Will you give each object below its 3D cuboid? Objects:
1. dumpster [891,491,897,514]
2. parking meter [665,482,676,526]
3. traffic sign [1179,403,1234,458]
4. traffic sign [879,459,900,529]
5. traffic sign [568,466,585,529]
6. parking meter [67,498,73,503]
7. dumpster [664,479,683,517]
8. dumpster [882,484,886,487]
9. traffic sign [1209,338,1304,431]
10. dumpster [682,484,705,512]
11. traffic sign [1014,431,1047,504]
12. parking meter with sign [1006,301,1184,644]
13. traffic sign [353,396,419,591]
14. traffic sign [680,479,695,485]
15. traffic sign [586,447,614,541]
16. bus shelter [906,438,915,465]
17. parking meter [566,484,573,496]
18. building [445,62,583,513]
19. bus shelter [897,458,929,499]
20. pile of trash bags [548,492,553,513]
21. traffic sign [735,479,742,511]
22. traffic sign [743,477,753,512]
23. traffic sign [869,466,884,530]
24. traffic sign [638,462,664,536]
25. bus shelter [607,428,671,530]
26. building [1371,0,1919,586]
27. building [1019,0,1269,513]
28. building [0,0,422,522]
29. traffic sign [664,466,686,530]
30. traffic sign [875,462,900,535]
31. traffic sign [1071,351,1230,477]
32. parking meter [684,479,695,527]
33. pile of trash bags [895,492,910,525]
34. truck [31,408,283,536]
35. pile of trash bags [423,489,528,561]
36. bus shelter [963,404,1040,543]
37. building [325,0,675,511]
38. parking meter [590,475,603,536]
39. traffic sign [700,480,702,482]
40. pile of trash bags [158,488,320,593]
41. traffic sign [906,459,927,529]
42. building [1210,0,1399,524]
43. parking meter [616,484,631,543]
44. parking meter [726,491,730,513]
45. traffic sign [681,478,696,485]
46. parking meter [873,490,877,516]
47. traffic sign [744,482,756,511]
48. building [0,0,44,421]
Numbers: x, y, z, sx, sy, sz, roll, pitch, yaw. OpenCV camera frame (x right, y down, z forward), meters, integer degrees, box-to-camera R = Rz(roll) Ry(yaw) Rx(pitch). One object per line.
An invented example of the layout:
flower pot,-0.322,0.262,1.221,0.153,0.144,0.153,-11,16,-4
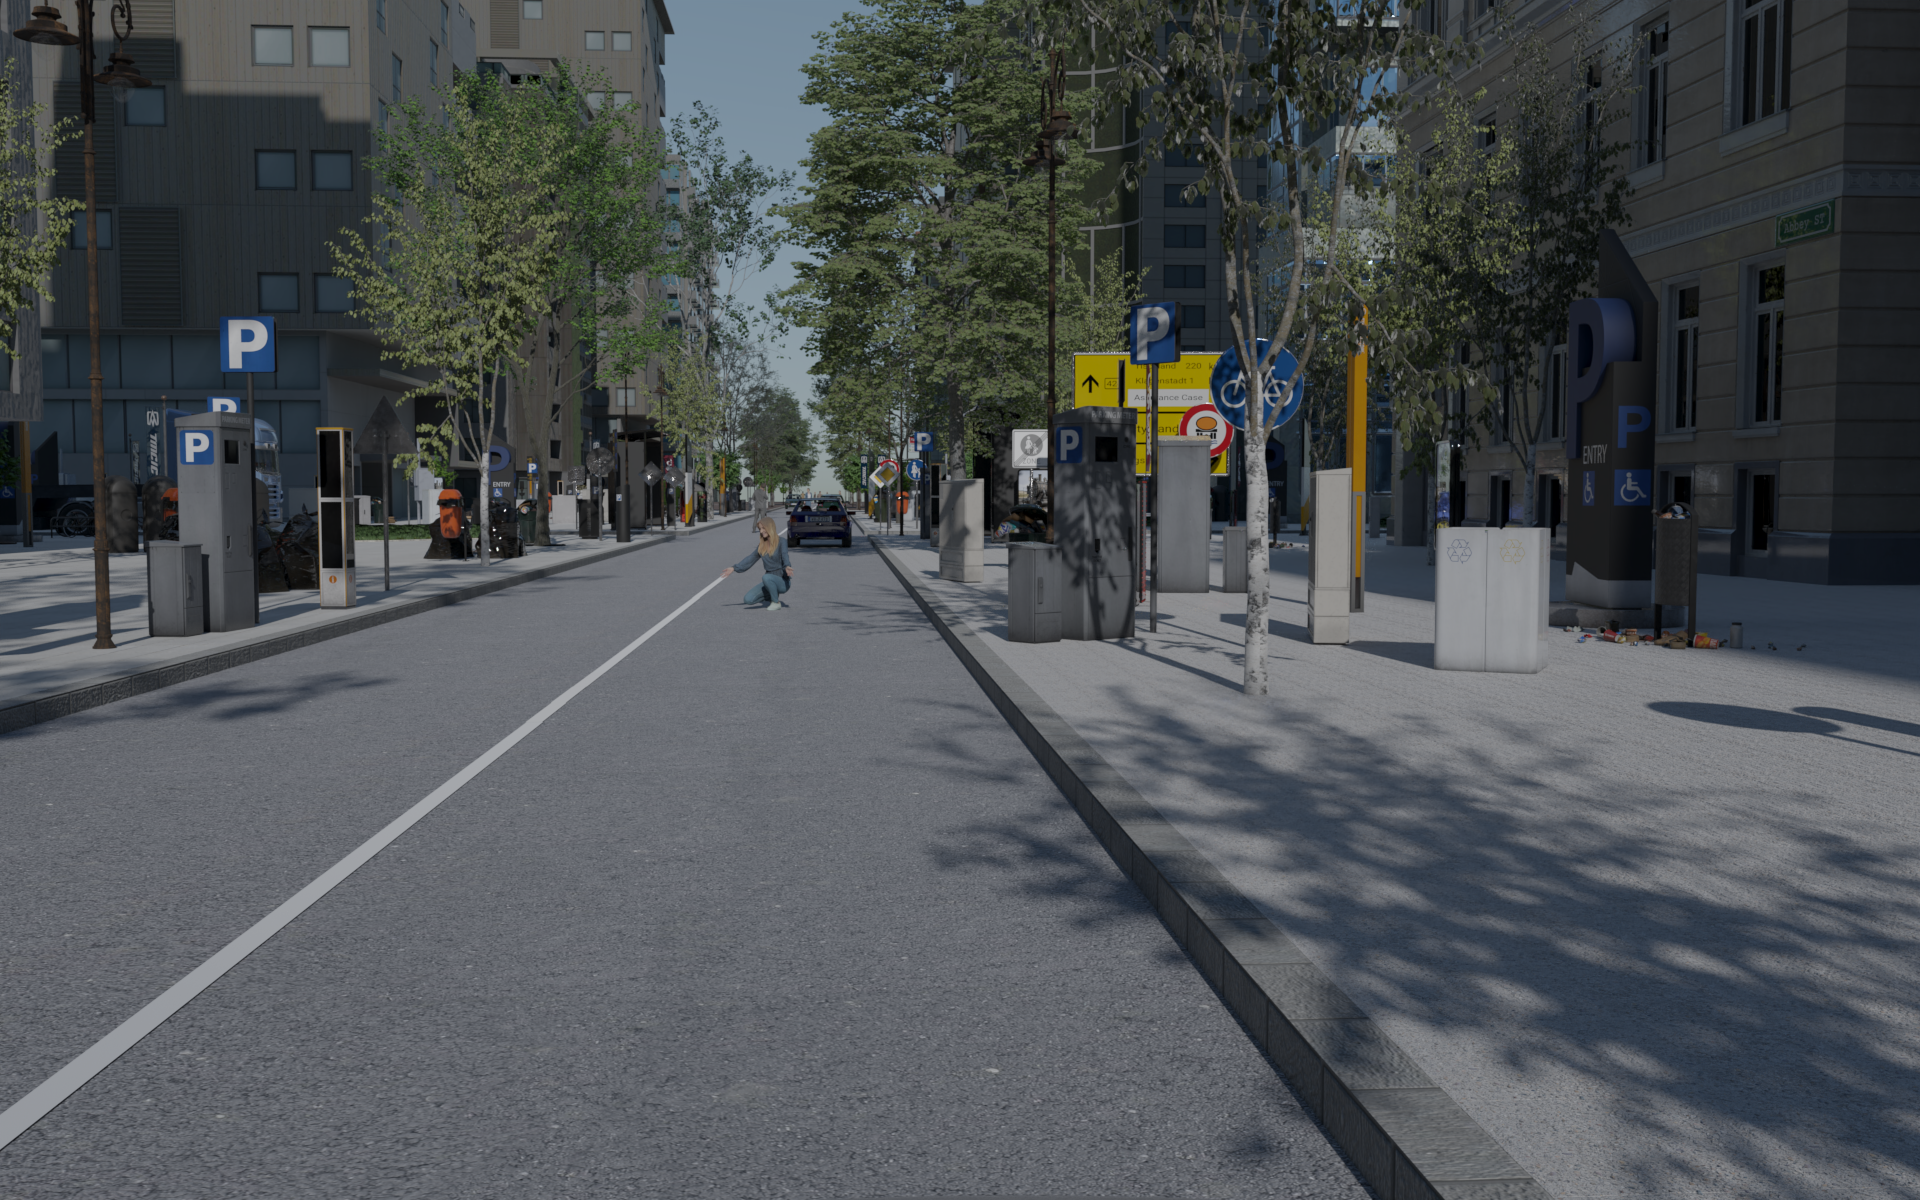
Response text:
dumpster,-3.348,-5.202,90.804,1.264,1.857,1.865,0,4,-4
parking meter,-11.583,-3.890,69.308,0.399,1.863,0.255,0,4,-8
traffic sign,3.440,-1.478,24.276,0.768,2.556,0.104,0,4,1
traffic sign,-2.579,-3.853,63.104,0.768,2.556,0.104,0,4,-1
traffic sign,-13.886,-3.704,62.697,0.606,2.300,0.079,0,4,-4
parking meter,-31.465,-3.217,61.014,0.372,1.533,0.369,0,3,0
dumpster,-16.525,-5.876,98.565,1.502,2.255,1.985,0,4,-4
dumpster,-3.686,-5.644,94.769,1.502,2.255,1.985,0,4,-4
traffic sign,2.432,-0.867,14.287,0.768,2.556,0.104,0,4,2
dumpster,-15.065,-5.631,97.817,1.264,1.857,1.865,0,4,-4
traffic sign,1.137,-1.558,27.604,0.606,2.300,0.079,0,4,0
parking meter with sign,1.176,-1.169,15.377,1.738,3.016,0.543,-3,5,-42
traffic sign,-7.608,-1.402,22.934,0.884,2.594,0.081,0,4,-1
traffic sign,-15.206,-5.900,96.463,0.884,2.594,0.081,0,4,-1
traffic sign,-9.802,-2.879,47.184,0.768,2.556,0.104,0,4,2
bus shelter,-3.683,-8.496,116.547,2.179,5.291,8.768,0,4,-4
parking meter,-22.179,-5.669,98.405,0.399,1.863,0.255,-1,4,-18
building,-34.219,-21.263,119.355,14.160,30.474,14.107,0,4,-4
bus shelter,-2.941,-6.502,100.232,2.014,3.302,5.546,0,4,-4
pile of trash bags,-18.809,-3.840,72.538,3.447,1.369,1.912,-1,4,-8
traffic sign,-16.916,-8.023,131.287,0.768,2.556,0.104,0,4,-2
traffic sign,-15.521,-7.746,126.745,0.768,2.556,0.104,0,4,5
traffic sign,-2.832,-3.546,61.625,0.795,2.450,0.064,0,4,-4
traffic sign,-9.472,-3.028,53.151,0.795,2.450,0.064,0,4,-4
bus shelter,-11.957,-4.505,64.935,1.731,3.624,6.357,0,4,-4
building,17.657,-15.146,33.545,13.634,28.700,20.117,0,4,-4
building,13.406,-42.093,126.469,20.563,71.187,20.611,0,4,-4
building,-40.502,-30.525,88.322,28.713,52.752,27.495,0,4,-4
traffic sign,-10.058,-3.515,61.115,0.795,2.450,0.064,0,4,-4
traffic sign,-2.246,-3.059,53.661,0.795,2.450,0.064,0,4,-4
traffic sign,2.727,-1.893,24.830,2.265,3.308,0.079,0,4,2
parking meter,-10.674,-3.825,68.247,0.399,1.863,0.255,0,4,1
pile of trash bags,-0.998,-3.802,71.916,3.447,1.369,1.912,-1,4,-10
truck,-30.633,-3.967,54.620,18.799,4.110,2.967,0,4,-6
pile of trash bags,-9.746,-1.508,34.404,1.912,1.369,3.447,0,4,-3
bus shelter,1.093,-3.471,48.036,1.731,3.624,6.357,0,4,-4
building,-43.545,-35.613,171.508,28.713,52.752,27.495,0,4,-4
parking meter,-11.098,-2.888,52.927,0.399,1.863,0.255,-1,4,-14
traffic sign,-16.813,-6.991,114.407,0.768,2.556,0.104,0,4,2
pile of trash bags,-10.040,-0.857,23.760,3.447,1.369,1.912,3,5,40
traffic sign,-1.586,-3.895,63.793,0.768,2.556,0.104,0,4,1
building,28.320,-47.176,84.005,31.000,86.520,22.319,0,4,-4
parking meter,-8.920,-2.291,45.866,0.372,1.533,0.369,0,3,0
parking meter,-15.825,-6.669,117.456,0.372,1.533,0.369,0,3,0
traffic sign,-15.947,-6.229,101.840,0.884,2.594,0.081,0,4,2
parking meter,-4.945,-5.753,102.478,0.372,1.533,0.369,0,3,0
traffic sign,-15.709,-7.932,129.696,0.884,2.594,0.081,0,4,2
building,-26.728,-21.334,32.408,14.086,41.232,14.154,0,4,-4
